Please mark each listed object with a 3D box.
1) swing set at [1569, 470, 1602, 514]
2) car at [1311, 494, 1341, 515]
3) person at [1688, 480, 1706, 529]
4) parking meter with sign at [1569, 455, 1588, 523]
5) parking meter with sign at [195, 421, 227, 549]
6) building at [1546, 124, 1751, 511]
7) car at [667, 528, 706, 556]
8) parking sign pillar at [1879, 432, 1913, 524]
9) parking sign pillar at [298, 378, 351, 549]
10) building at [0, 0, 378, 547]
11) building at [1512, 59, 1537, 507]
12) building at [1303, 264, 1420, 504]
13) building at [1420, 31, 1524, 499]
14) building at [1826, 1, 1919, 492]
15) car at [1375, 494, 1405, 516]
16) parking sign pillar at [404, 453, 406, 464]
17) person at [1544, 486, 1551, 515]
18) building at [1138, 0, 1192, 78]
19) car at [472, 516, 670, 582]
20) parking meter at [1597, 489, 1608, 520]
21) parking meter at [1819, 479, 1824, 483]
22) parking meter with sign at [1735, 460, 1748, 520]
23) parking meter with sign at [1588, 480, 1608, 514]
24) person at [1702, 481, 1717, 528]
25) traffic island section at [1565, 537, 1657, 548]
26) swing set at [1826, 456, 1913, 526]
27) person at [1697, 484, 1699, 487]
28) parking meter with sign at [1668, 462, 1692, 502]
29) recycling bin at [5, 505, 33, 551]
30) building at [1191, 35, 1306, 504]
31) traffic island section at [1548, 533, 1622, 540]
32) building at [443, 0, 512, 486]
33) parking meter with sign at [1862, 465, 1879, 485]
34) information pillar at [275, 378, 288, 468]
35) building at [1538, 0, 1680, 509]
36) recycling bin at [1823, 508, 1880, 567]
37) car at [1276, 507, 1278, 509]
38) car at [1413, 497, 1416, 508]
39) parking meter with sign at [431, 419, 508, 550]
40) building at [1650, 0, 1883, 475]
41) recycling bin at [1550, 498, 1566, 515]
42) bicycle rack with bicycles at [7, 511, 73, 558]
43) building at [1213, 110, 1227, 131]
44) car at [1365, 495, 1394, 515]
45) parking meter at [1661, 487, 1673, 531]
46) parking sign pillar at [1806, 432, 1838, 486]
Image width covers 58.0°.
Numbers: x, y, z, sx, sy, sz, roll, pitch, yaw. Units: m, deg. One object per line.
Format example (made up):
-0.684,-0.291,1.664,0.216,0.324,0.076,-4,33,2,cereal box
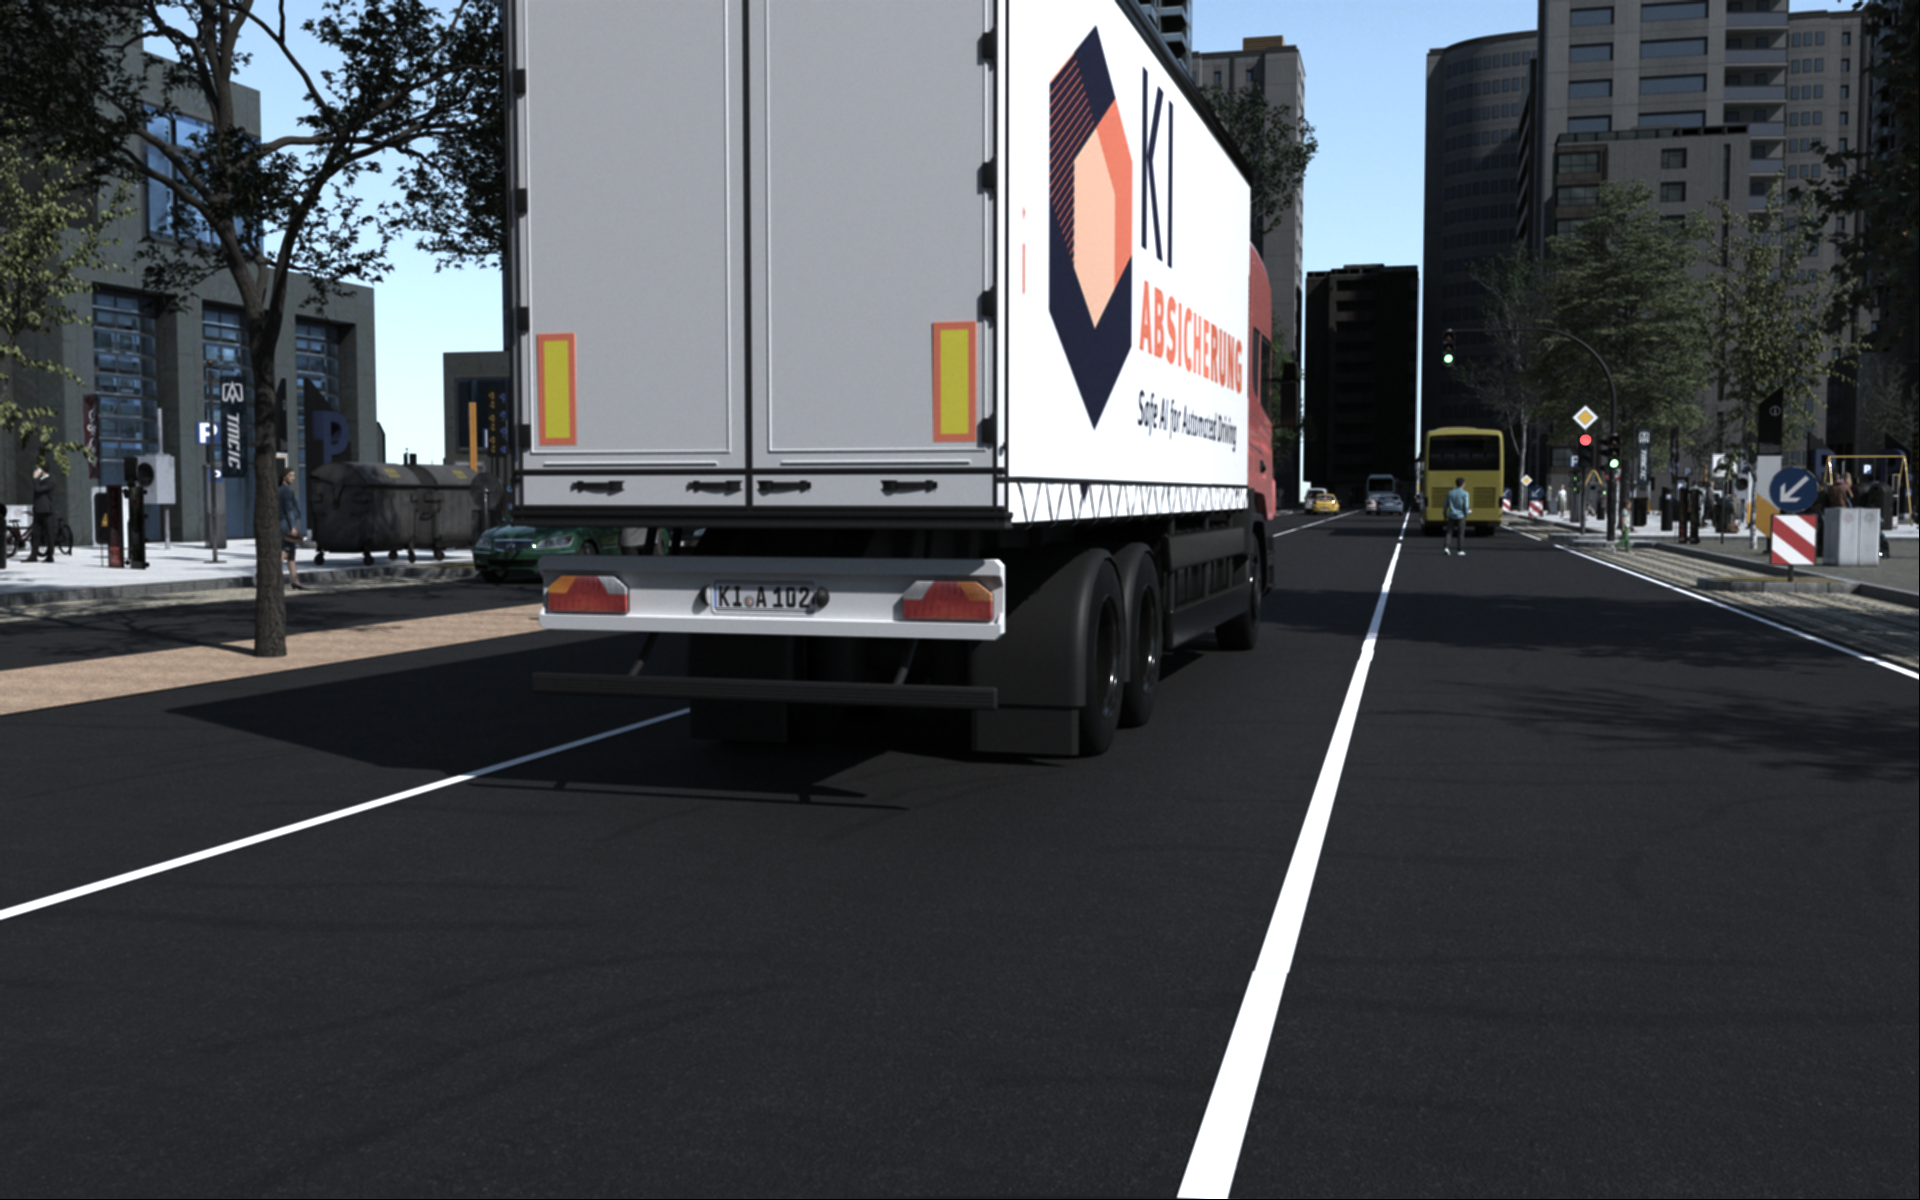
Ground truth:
41.555,-7.097,113.659,2.862,2.851,3.119,1,4,22,swing set
24.919,-6.591,117.987,2.015,1.641,3.980,1,4,15,car
27.323,-3.557,64.306,0.635,1.810,0.391,0,4,7,person
27.815,-5.005,78.099,0.543,3.016,1.738,2,4,25,parking meter with sign
-17.693,-2.738,41.030,0.543,3.016,1.738,-2,4,-29,parking meter with sign
54.868,-22.522,139.938,14.160,30.474,14.107,1,4,15,building
-5.004,-1.559,35.279,2.009,1.686,4.222,1,4,15,car
40.129,-5.248,74.276,1.447,3.967,1.447,-1,4,-23,parking sign pillar
-14.911,-3.207,40.907,1.447,3.967,1.447,1,4,12,parking sign pillar
-36.098,-44.791,45.009,31.000,86.520,22.319,1,4,15,building
70.383,-34.209,183.022,21.300,48.544,21.600,1,4,15,building
51.126,-27.465,220.757,14.107,30.474,14.160,1,4,15,building
72.991,-41.366,218.337,28.212,58.520,21.231,1,4,15,building
106.225,-52.569,172.175,31.000,86.520,22.319,1,4,15,building
28.919,-6.397,116.590,2.014,1.417,4.499,1,4,14,car
-36.586,-7.671,113.900,1.447,3.967,1.447,-1,4,-20,parking sign pillar
35.661,-6.050,105.151,0.537,1.800,0.526,-3,5,-40,person
11.351,-52.140,165.159,22.319,86.520,31.000,1,4,15,building
-6.567,-1.093,29.669,2.131,1.459,4.920,1,4,13,car
31.789,-4.739,85.887,0.372,1.533,0.369,0,3,0,parking meter
34.266,-3.873,69.040,0.255,1.863,0.399,3,4,36,parking meter
39.171,-5.572,87.367,1.738,3.016,0.543,-3,4,-38,parking meter with sign
40.116,-6.936,109.662,1.738,3.016,0.543,1,4,16,parking meter with sign
28.683,-3.649,66.097,0.834,1.777,0.661,1,4,9,person
17.711,-1.519,47.112,2.009,0.180,2.903,1,4,15,traffic island section
37.211,-4.485,70.953,3.119,2.851,2.862,1,4,14,swing set
36.454,-4.853,85.402,0.620,1.820,0.660,1,4,21,person
38.186,-5.863,92.126,0.543,3.016,1.738,0,4,6,parking meter with sign
-21.428,-1.632,39.235,0.722,1.027,0.722,-1,4,-14,recycling bin
30.842,-42.032,229.224,28.212,58.520,21.231,1,4,15,building
19.736,-1.991,54.837,2.009,0.180,2.903,1,4,15,traffic island section
-9.995,-47.383,87.383,22.319,86.520,31.000,1,4,15,building
53.523,-6.423,101.274,0.543,3.016,1.738,0,4,-7,parking meter with sign
-13.597,-2.655,34.759,0.183,3.616,0.504,0,4,-5,information pillar
63.621,-37.714,158.627,21.231,58.520,28.212,1,4,15,building
15.901,-1.122,30.905,0.722,1.027,0.722,0,4,7,recycling bin
28.613,-9.250,161.020,2.009,1.686,4.222,1,4,15,car
46.896,-10.160,175.159,2.155,1.783,4.494,1,4,15,car
-11.325,-2.671,39.931,1.738,3.016,0.543,-1,4,-13,parking meter with sign
100.341,-40.895,210.636,28.212,58.520,21.231,1,4,15,building
37.211,-5.828,107.839,0.722,1.027,0.722,-2,4,-32,recycling bin
-19.536,-1.367,35.735,2.852,0.926,2.925,1,4,19,bicycle rack with bicycles
22.929,-33.594,199.365,14.200,45.320,14.600,1,4,15,building
29.697,-6.734,122.457,2.083,1.381,4.827,1,4,15,car
24.620,-3.173,60.287,0.372,1.533,0.369,0,3,0,parking meter
37.348,-5.295,75.038,1.447,3.967,1.447,-1,4,-15,parking sign pillar
